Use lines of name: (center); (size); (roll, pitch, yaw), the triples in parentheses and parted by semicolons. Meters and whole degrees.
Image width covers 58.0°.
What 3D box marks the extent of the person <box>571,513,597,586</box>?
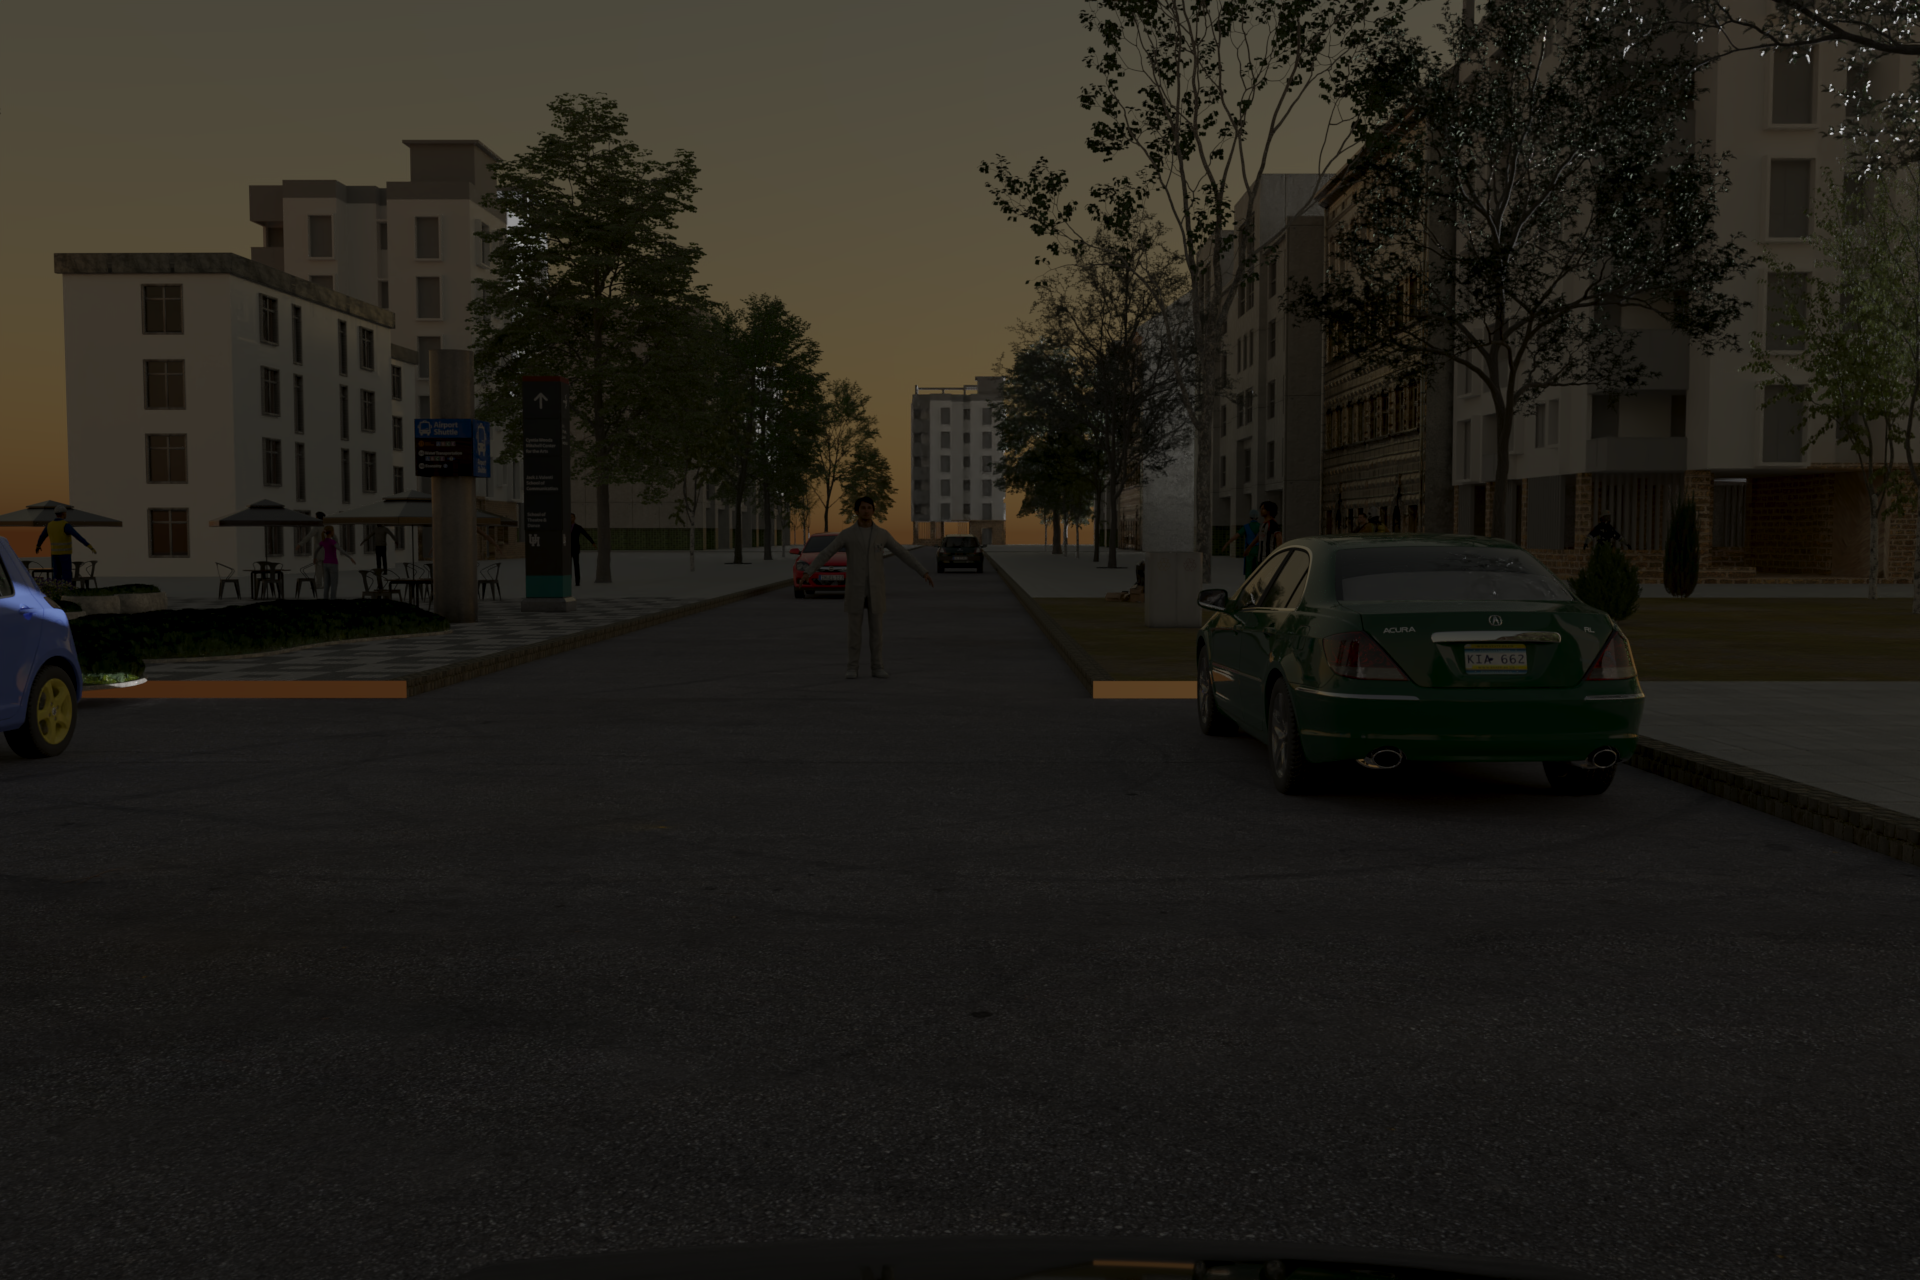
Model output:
person: (-9.603, -2.240, 42.856); (1.346, 1.802, 0.704); (1, 4, 10)

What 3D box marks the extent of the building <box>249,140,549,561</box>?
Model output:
building: (-28.030, -13.954, 84.573); (16.016, 20.090, 11.380); (0, 4, 0)

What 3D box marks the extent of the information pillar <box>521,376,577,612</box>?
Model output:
information pillar: (-6.835, -2.405, 28.696); (0.750, 3.857, 0.750); (0, 4, 0)

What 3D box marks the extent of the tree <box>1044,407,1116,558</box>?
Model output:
tree: (6.237, -8.577, 90.592); (4.737, 8.622, 4.395); (0, 3, 0)

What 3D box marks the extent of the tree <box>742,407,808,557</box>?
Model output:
tree: (-9.854, -8.816, 94.509); (4.737, 8.622, 4.395); (0, 3, 0)

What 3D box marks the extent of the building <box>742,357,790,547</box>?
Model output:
building: (-27.919, -19.323, 182.390); (16.747, 18.905, 31.486); (0, 4, 0)

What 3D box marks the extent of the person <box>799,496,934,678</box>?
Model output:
person: (-0.940, -0.527, 17.260); (1.347, 1.806, 0.705); (-1, 4, -11)

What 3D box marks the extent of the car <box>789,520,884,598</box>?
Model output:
car: (-2.815, -1.893, 39.999); (2.155, 1.783, 4.494); (0, 3, 0)

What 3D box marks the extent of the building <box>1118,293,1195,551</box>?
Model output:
building: (22.690, -18.718, 136.960); (19.493, 23.208, 18.063); (0, 3, 0)

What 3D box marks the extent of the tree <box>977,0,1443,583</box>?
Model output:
tree: (6.917, -11.627, 45.987); (12.611, 20.169, 13.585); (0, 3, 0)

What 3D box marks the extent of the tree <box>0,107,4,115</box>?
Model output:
tree: (-12.221, -4.835, 13.465); (8.767, 10.594, 7.601); (-2, 4, -30)

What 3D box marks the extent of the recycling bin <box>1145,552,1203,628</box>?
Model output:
recycling bin: (2.949, -0.697, 23.957); (0.722, 1.027, 0.722); (0, 4, 0)

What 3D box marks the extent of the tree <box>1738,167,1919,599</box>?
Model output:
tree: (17.753, -5.104, 33.819); (4.737, 8.622, 4.395); (0, 3, 0)

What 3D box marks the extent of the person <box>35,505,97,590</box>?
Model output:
person: (-17.121, -1.657, 33.056); (1.349, 1.833, 0.705); (1, 4, 14)

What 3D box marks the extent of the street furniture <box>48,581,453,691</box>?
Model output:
street furniture: (-9.344, -0.196, 18.831); (5.734, 0.657, 10.072); (0, 4, 7)

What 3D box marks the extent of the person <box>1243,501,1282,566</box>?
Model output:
person: (5.017, -1.363, 28.436); (0.704, 1.843, 1.345); (-1, 4, -14)

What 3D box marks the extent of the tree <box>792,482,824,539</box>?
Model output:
tree: (-18.412, -16.075, 213.186); (4.360, 8.622, 3.978); (0, 3, 0)

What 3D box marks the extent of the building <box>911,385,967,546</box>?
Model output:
building: (-5.677, -21.608, 212.168); (11.380, 20.090, 16.016); (0, 4, 4)

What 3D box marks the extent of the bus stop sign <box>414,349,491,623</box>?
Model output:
bus stop sign: (-7.316, -2.202, 25.027); (0.837, 3.901, 0.837); (0, 4, 2)

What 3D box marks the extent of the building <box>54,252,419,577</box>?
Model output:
building: (-25.949, -7.569, 65.898); (9.099, 9.664, 28.070); (0, 4, 1)

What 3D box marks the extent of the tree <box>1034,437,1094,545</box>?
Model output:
tree: (12.945, -18.603, 210.814); (9.857, 13.997, 8.962); (0, 3, 0)

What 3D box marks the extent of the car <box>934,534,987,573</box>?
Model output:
car: (0.019, -3.358, 64.695); (2.009, 1.686, 4.222); (0, 4, 1)

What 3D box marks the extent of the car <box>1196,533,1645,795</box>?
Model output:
car: (2.650, 0.052, 10.952); (2.131, 1.459, 4.920); (0, 4, -1)

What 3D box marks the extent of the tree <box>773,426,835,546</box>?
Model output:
tree: (-9.147, -9.419, 104.357); (4.360, 8.622, 3.978); (0, 3, 0)

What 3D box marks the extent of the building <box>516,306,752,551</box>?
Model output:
building: (-28.364, -17.340, 149.962); (16.747, 18.905, 31.486); (0, 3, 0)

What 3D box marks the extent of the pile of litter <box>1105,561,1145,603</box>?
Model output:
pile of litter: (3.347, -1.166, 33.034); (1.176, 0.858, 1.719); (0, 4, 0)

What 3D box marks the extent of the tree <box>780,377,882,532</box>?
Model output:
tree: (-8.754, -11.536, 114.362); (9.928, 11.665, 9.643); (0, 3, 0)

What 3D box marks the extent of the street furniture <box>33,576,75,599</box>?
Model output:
street furniture: (-16.759, -1.191, 26.322); (11.010, 1.723, 9.812); (-3, 5, -40)

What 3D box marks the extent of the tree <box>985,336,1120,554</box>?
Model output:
tree: (6.192, -12.448, 110.176); (9.857, 13.997, 8.962); (0, 3, 0)

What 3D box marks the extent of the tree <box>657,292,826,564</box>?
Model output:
tree: (-9.331, -9.051, 73.739); (9.928, 11.665, 9.643); (0, 3, 0)

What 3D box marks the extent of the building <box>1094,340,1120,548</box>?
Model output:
building: (22.355, -18.346, 166.420); (16.747, 18.905, 31.486); (0, 4, 0)

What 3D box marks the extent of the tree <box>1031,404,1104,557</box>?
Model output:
tree: (6.221, -9.024, 97.911); (4.737, 8.622, 4.395); (0, 3, 0)

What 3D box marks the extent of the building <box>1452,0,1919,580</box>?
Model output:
building: (21.784, -12.256, 56.803); (16.016, 20.090, 11.380); (0, 4, 0)

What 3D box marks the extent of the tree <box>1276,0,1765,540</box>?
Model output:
tree: (8.469, -5.606, 26.078); (7.601, 10.594, 8.767); (-1, 4, -10)

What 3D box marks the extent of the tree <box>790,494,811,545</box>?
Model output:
tree: (-19.496, -15.688, 206.861); (4.360, 8.622, 3.978); (0, 3, 0)

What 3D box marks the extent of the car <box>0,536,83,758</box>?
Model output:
car: (-6.642, -0.015, 9.837); (1.945, 1.707, 3.694); (0, 3, 0)

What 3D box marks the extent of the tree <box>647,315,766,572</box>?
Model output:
tree: (-9.036, -6.664, 59.314); (4.737, 8.622, 4.395); (0, 3, 0)

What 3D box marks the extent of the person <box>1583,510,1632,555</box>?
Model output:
person: (15.444, -2.181, 41.438); (1.354, 1.856, 0.705); (-1, 4, -18)

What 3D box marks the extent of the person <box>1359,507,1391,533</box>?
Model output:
person: (8.683, -1.878, 36.468); (1.354, 1.858, 0.705); (-2, 4, -24)

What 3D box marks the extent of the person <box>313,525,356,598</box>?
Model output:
person: (-10.709, -1.244, 29.600); (0.991, 1.433, 0.599); (2, 4, 28)

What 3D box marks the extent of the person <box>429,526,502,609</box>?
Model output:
person: (-8.447, -1.395, 29.615); (1.217, 1.733, 0.721); (-1, 4, -10)

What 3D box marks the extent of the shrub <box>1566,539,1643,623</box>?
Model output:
shrub: (9.125, -0.819, 24.504); (1.383, 1.207, 1.383); (0, 3, 0)

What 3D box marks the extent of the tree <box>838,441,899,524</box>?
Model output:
tree: (-11.206, -17.975, 212.013); (7.486, 12.596, 7.792); (0, 3, 0)

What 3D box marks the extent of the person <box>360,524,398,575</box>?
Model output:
person: (-18.218, -2.955, 54.450); (1.348, 1.813, 0.705); (1, 4, 16)

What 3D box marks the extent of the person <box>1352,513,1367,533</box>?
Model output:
person: (10.005, -2.265, 43.176); (0.704, 1.812, 1.346); (-2, 4, -29)

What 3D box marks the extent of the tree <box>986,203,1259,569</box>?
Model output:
tree: (5.820, -9.410, 64.229); (12.009, 13.543, 11.850); (0, 3, 0)

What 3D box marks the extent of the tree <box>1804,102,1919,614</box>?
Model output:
tree: (15.256, -4.736, 27.789); (4.360, 8.622, 3.978); (0, 3, 0)

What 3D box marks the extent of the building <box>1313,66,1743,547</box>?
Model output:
building: (25.442, -14.538, 68.620); (19.493, 23.208, 18.063); (0, 4, 1)

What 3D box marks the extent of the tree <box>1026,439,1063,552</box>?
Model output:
tree: (5.837, -10.497, 121.987); (4.360, 8.622, 3.978); (0, 3, 0)

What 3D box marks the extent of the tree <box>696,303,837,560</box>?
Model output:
tree: (-9.683, -10.201, 84.905); (7.486, 12.596, 7.792); (0, 3, 0)

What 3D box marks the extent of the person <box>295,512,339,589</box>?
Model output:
person: (-14.977, -2.101, 40.536); (0.705, 1.806, 1.347); (2, 4, 23)

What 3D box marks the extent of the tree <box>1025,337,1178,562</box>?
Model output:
tree: (6.616, -8.886, 79.692); (7.601, 10.594, 8.767); (-1, 4, -16)

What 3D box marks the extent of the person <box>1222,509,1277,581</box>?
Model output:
person: (6.377, -1.930, 37.674); (1.347, 1.817, 0.704); (0, 4, -6)

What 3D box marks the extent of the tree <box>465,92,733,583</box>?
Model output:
tree: (-9.693, -7.797, 45.607); (7.486, 12.596, 7.792); (0, 3, 0)

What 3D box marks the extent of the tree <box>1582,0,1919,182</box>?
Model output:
tree: (9.232, -6.223, 12.119); (12.009, 13.543, 11.850); (0, 3, 0)

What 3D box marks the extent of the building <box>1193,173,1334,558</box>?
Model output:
building: (23.119, -13.897, 93.669); (16.747, 18.905, 31.486); (0, 4, 0)
